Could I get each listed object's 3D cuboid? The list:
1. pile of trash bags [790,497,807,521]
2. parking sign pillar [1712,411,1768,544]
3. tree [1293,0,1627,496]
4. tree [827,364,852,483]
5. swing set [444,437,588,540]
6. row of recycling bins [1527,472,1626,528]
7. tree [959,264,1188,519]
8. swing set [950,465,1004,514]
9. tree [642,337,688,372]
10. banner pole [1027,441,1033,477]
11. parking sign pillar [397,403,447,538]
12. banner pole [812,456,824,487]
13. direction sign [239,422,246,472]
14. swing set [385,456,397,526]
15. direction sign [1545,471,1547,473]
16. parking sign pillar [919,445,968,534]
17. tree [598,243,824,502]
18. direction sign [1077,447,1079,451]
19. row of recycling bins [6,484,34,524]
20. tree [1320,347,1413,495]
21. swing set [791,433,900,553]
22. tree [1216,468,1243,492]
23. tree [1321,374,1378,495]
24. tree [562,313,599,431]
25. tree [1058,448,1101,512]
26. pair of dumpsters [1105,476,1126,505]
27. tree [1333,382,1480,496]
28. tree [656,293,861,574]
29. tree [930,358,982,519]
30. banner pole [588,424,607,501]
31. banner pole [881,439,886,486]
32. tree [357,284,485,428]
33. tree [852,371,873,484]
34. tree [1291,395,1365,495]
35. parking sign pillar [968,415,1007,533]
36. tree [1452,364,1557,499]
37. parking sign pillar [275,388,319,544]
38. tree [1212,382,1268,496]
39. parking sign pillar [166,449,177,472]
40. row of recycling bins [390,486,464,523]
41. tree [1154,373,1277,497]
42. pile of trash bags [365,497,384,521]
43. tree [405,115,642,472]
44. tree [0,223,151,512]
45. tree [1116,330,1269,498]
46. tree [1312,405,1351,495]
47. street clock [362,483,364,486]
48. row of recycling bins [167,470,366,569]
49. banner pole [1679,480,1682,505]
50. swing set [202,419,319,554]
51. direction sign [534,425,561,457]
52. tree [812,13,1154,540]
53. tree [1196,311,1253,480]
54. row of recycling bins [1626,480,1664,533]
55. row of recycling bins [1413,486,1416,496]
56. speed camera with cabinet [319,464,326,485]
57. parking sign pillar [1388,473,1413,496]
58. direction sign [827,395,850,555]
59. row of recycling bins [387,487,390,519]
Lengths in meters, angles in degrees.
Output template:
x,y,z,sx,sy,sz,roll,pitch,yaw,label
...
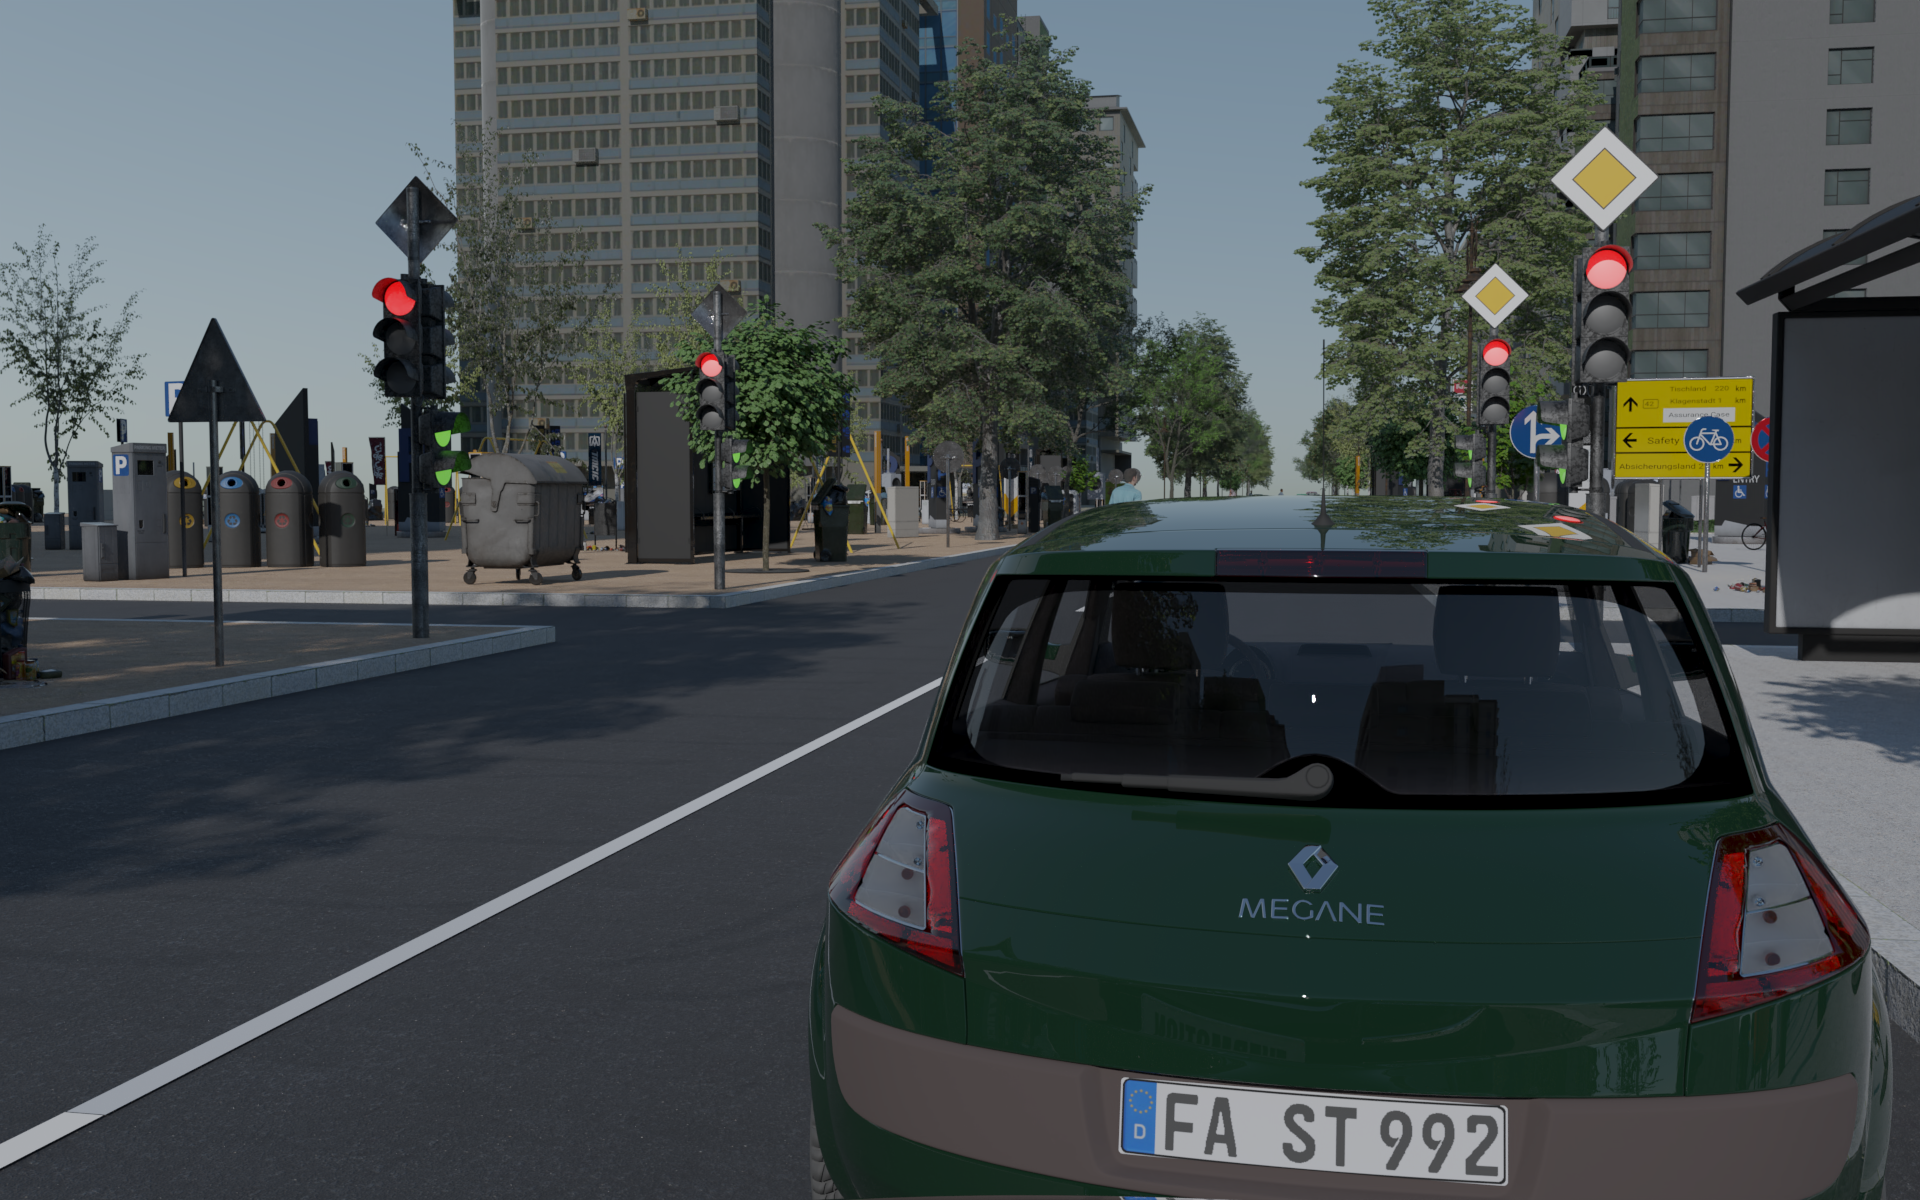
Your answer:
x,y,z,sx,sy,sz,roll,pitch,yaw,label
-8.771,-4.530,83.823,3.447,1.369,1.912,3,4,37,pile of trash bags
20.287,-3.446,44.808,1.447,3.967,1.447,-3,4,-39,parking sign pillar
10.667,-7.303,37.524,7.486,12.596,7.792,0,3,0,tree
-7.662,-7.391,71.208,4.737,8.622,4.395,0,3,0,tree
-12.521,-3.120,48.635,2.862,2.851,3.119,1,4,18,swing set
12.081,-1.658,34.225,1.069,1.692,3.534,2,4,35,row of recycling bins
4.064,-8.011,65.397,8.767,10.594,7.601,-1,4,-16,tree
0.835,-5.858,93.391,3.119,2.851,2.862,1,4,12,swing set
-13.680,-7.925,79.936,4.360,8.622,3.978,0,3,0,tree
3.256,-5.553,80.807,0.401,3.779,0.863,-1,4,-15,banner pole
-15.939,-3.839,51.234,1.447,3.967,1.447,1,4,9,parking sign pillar
-6.508,-5.440,78.963,0.863,3.779,0.401,-3,5,-39,banner pole
-15.858,-2.833,38.313,0.379,3.537,0.876,-2,4,-28,direction sign
-22.357,-4.522,71.546,3.119,2.851,2.862,-1,4,-20,swing set
15.714,-3.331,46.467,0.876,3.537,0.379,-2,4,-26,direction sign
-0.701,-4.138,56.128,1.447,3.967,1.447,-1,4,-12,parking sign pillar
-7.377,-6.180,51.402,4.737,8.622,4.395,0,3,0,tree
5.702,-5.631,84.063,0.379,3.537,0.876,1,4,8,direction sign
-39.861,-4.008,72.637,1.069,1.692,3.534,-1,4,-11,row of recycling bins
20.640,-8.218,84.733,4.360,8.622,3.978,0,3,0,tree
-3.255,-2.560,39.482,2.862,2.851,3.119,1,4,19,swing set
29.778,-12.638,190.347,4.285,4.588,4.351,0,3,0,tree
23.345,-9.124,99.534,4.737,8.622,4.395,0,3,0,tree
-12.733,-7.031,65.318,4.737,8.622,4.395,0,3,0,tree
5.111,-4.744,72.167,1.663,3.219,1.824,0,3,0,tree
8.297,-5.515,92.666,1.574,2.255,4.437,1,4,12,pair of dumpsters
12.663,-3.903,47.532,4.285,4.588,4.351,0,3,0,tree
-3.273,-2.734,28.409,4.285,4.588,4.351,0,3,0,tree
0.053,-8.372,87.245,4.360,8.622,3.978,0,3,0,tree
-12.974,-4.425,62.365,0.863,3.779,0.401,0,4,-4,banner pole
-3.494,-5.429,78.780,0.401,3.779,0.863,1,4,16,banner pole
-18.291,-6.704,59.971,4.737,8.622,4.395,0,3,0,tree
-6.838,-8.960,96.853,4.737,8.622,4.395,0,3,0,tree
43.515,-17.323,200.239,9.611,12.733,9.660,0,3,0,tree
0.867,-4.270,58.293,1.447,3.967,1.447,-1,4,-21,parking sign pillar
8.259,-1.920,25.992,1.663,3.219,1.824,0,3,0,tree
-17.046,-3.429,44.533,1.447,3.967,1.447,3,4,36,parking sign pillar
25.514,-15.979,171.630,12.009,13.543,11.850,0,3,0,tree
-47.418,-7.031,103.423,1.447,3.967,1.447,1,4,22,parking sign pillar
-23.290,-4.272,76.967,3.534,1.692,1.069,-2,4,-25,row of recycling bins
21.576,-14.435,153.023,9.611,12.733,9.660,0,3,0,tree
-28.806,-4.500,83.321,1.912,1.369,3.447,-1,4,-11,pile of trash bags
-8.949,-5.120,34.075,4.360,8.622,3.978,0,3,0,tree
-25.027,-5.988,48.267,4.360,8.622,3.978,0,3,0,tree
13.530,-11.343,111.218,9.928,11.665,9.643,0,3,0,tree
39.445,-14.851,177.223,7.601,10.594,8.767,-1,4,-21,tree
-36.531,-6.166,105.390,0.471,2.002,0.358,-2,4,-32,street clock
-12.289,-1.426,30.434,3.534,1.692,1.069,-1,4,-12,row of recycling bins
30.008,-5.020,72.094,0.401,3.779,0.863,1,4,21,banner pole
-14.282,-2.303,35.271,2.862,2.851,3.119,-1,4,-13,swing set
-13.614,-3.990,57.238,0.876,3.537,0.379,-2,4,-32,direction sign
0.788,-8.646,48.011,9.857,13.997,8.962,0,3,0,tree
16.153,-13.214,122.696,9.857,13.997,8.962,0,3,0,tree
18.323,-2.435,46.923,1.069,1.692,3.534,1,4,14,row of recycling bins
23.985,-5.162,91.511,1.069,1.692,3.534,2,4,31,row of recycling bins
-18.425,-3.379,49.577,0.660,3.252,2.038,-2,4,-24,speed camera with cabinet
17.531,-4.917,68.867,1.447,3.967,1.447,3,5,41,parking sign pillar
-2.549,-2.719,36.452,0.379,3.537,0.876,2,4,28,direction sign
-27.834,-4.891,87.076,1.069,1.692,3.534,-3,5,-44,row of recycling bins
